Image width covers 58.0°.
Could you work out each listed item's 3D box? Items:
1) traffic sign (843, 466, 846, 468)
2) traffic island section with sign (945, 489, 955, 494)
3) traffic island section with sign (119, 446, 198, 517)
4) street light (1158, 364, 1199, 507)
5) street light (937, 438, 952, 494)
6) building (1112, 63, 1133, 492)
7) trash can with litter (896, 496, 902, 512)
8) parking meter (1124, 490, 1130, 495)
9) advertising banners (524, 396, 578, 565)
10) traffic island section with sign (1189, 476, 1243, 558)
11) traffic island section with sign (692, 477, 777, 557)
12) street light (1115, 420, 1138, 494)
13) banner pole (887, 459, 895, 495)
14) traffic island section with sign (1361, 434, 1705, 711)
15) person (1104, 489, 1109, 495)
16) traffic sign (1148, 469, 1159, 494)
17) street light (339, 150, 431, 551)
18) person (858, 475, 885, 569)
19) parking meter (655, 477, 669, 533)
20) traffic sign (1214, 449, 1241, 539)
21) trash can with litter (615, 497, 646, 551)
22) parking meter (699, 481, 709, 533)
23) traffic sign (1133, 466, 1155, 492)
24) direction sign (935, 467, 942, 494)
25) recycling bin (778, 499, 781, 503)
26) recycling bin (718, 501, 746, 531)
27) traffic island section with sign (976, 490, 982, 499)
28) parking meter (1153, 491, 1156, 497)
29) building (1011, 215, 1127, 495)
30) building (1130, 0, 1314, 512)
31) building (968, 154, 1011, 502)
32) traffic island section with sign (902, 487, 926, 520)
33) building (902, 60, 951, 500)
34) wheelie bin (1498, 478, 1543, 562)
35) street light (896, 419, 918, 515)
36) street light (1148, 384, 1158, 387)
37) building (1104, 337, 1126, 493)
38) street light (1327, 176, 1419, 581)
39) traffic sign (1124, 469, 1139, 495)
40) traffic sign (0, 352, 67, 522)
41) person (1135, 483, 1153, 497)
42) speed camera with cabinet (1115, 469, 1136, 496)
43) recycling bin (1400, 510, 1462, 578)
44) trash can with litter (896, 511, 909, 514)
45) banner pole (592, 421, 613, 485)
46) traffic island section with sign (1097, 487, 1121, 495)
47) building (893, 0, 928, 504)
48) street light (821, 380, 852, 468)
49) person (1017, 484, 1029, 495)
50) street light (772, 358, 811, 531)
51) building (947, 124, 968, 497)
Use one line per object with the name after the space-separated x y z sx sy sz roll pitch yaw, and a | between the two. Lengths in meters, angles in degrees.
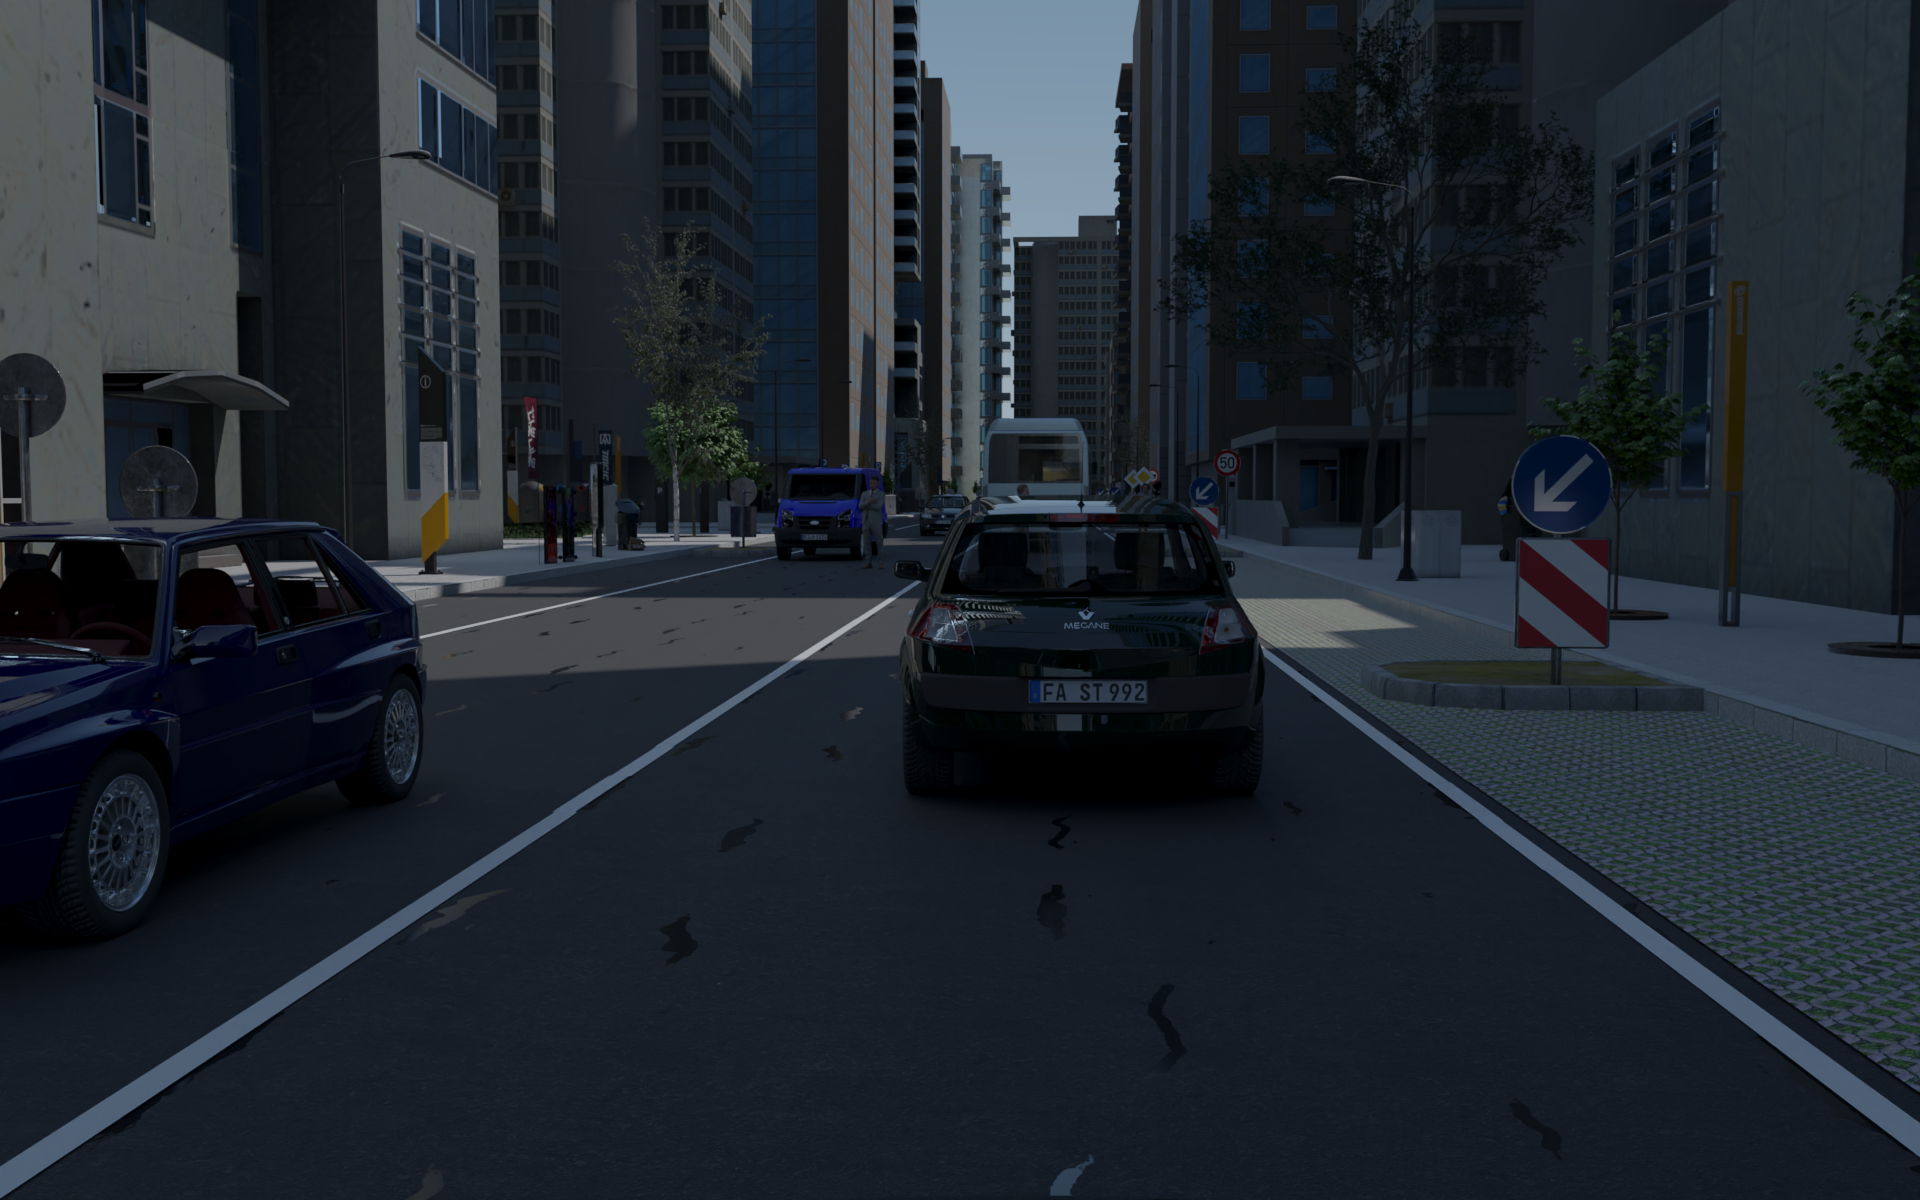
-4.186 -3.615 62.755 0.795 2.450 0.064 0 4 3 | traffic sign
-0.655 -6.998 123.053 1.989 1.847 2.006 0 4 3 | traffic island section with sign
-6.527 -0.299 13.515 1.989 1.847 2.006 0 4 3 | traffic island section with sign
7.974 -5.474 62.037 1.470 5.913 1.316 0 4 3 | street light
-1.331 -10.391 142.437 1.470 5.913 1.316 0 4 3 | street light
26.744 -31.820 174.881 22.147 44.769 28.867 0 4 3 | building
-4.433 -6.557 118.592 0.624 1.170 1.055 1 4 17 | trash can with litter
11.421 -6.739 118.588 0.372 1.533 0.369 0 3 0 | parking meter
-7.538 -2.184 31.889 0.090 3.025 2.074 1 4 12 | advertising banners
5.427 -1.903 39.736 1.989 1.847 2.006 0 4 3 | traffic island section with sign
-5.085 -1.945 40.432 1.989 1.847 2.006 0 4 3 | traffic island section with sign
10.576 -8.330 108.744 1.470 5.913 1.316 0 4 3 | street light
-4.958 -8.167 123.541 0.863 3.779 0.401 -3 5 -40 | banner pole
3.951 -0.227 12.345 1.989 1.847 2.006 0 4 3 | traffic island section with sign
9.562 -6.258 111.168 0.716 1.782 0.532 1 4 16 | person
9.619 -5.309 86.908 0.768 2.556 0.104 0 4 7 | traffic sign
-7.828 -3.119 23.543 1.470 5.913 1.316 0 4 3 | street light
-1.693 -1.503 33.259 0.511 1.800 0.466 0 4 7 | person
-9.869 -3.154 57.285 0.399 1.863 0.255 1 4 21 | parking meter
7.618 -3.018 49.447 0.768 2.556 0.104 0 4 5 | traffic sign
-7.450 -1.718 39.482 0.624 1.170 1.055 -2 4 -34 | trash can with litter
-8.473 -3.160 57.380 0.255 1.863 0.399 -1 4 -19 | parking meter
6.591 -3.579 62.160 0.795 2.450 0.064 0 4 3 | traffic sign
-1.819 -9.398 145.654 0.379 3.537 0.876 -3 5 -40 | direction sign
-9.938 -5.266 98.658 0.722 1.027 0.722 3 4 38 | recycling bin
-7.980 -2.938 60.588 0.722 1.027 0.722 2 4 31 | recycling bin
1.976 -10.016 172.389 1.989 1.847 2.006 0 4 3 | traffic island section with sign
10.923 -5.495 98.256 0.372 1.533 0.369 0 3 0 | parking meter
19.278 -33.786 244.289 23.993 40.220 32.217 0 4 3 | building
22.384 -30.752 152.900 14.600 45.320 14.200 0 4 3 | building
-8.107 -38.051 241.740 30.456 49.044 23.786 0 4 3 | building
-2.137 -5.321 95.628 1.989 1.847 2.006 0 4 3 | traffic island section with sign
-8.306 -32.635 183.693 14.600 45.320 14.200 0 4 3 | building
10.753 -1.534 32.993 0.980 1.594 0.693 -1 4 -19 | wheelie bin
-3.270 -8.212 106.804 1.470 5.913 1.316 0 4 3 | street light
8.631 -6.151 73.111 1.470 5.913 1.316 0 4 3 | street light
31.324 -21.993 204.623 27.650 21.520 28.899 0 4 3 | building
6.071 -3.237 25.473 1.470 5.913 1.316 0 4 3 | street light
7.018 -4.067 70.134 0.795 2.450 0.064 0 4 3 | traffic sign
-8.415 -0.948 15.605 0.768 2.556 0.104 0 4 5 | traffic sign
5.797 -2.836 55.219 0.716 1.782 0.532 0 4 7 | person
12.943 -8.628 135.404 0.660 3.252 2.038 3 5 40 | speed camera with cabinet
7.267 -0.868 26.747 0.722 1.027 0.722 0 4 -7 | recycling bin
-4.068 -6.319 114.368 2.233 1.210 1.678 -1 4 -15 | trash can with litter
-12.344 -4.255 59.587 0.863 3.779 0.401 0 4 3 | banner pole
8.385 -5.292 95.159 1.989 1.847 2.006 0 4 3 | traffic island section with sign
-13.747 -51.833 160.135 22.319 86.520 31.000 0 4 3 | building
-5.093 -6.010 70.798 1.470 5.913 1.316 0 4 3 | street light
1.069 -1.189 29.751 0.330 1.601 0.589 2 4 27 | person
-5.778 -5.312 59.388 1.470 5.913 1.316 0 4 3 | street light
-15.163 -36.103 209.888 30.456 49.044 23.786 0 4 3 | building
